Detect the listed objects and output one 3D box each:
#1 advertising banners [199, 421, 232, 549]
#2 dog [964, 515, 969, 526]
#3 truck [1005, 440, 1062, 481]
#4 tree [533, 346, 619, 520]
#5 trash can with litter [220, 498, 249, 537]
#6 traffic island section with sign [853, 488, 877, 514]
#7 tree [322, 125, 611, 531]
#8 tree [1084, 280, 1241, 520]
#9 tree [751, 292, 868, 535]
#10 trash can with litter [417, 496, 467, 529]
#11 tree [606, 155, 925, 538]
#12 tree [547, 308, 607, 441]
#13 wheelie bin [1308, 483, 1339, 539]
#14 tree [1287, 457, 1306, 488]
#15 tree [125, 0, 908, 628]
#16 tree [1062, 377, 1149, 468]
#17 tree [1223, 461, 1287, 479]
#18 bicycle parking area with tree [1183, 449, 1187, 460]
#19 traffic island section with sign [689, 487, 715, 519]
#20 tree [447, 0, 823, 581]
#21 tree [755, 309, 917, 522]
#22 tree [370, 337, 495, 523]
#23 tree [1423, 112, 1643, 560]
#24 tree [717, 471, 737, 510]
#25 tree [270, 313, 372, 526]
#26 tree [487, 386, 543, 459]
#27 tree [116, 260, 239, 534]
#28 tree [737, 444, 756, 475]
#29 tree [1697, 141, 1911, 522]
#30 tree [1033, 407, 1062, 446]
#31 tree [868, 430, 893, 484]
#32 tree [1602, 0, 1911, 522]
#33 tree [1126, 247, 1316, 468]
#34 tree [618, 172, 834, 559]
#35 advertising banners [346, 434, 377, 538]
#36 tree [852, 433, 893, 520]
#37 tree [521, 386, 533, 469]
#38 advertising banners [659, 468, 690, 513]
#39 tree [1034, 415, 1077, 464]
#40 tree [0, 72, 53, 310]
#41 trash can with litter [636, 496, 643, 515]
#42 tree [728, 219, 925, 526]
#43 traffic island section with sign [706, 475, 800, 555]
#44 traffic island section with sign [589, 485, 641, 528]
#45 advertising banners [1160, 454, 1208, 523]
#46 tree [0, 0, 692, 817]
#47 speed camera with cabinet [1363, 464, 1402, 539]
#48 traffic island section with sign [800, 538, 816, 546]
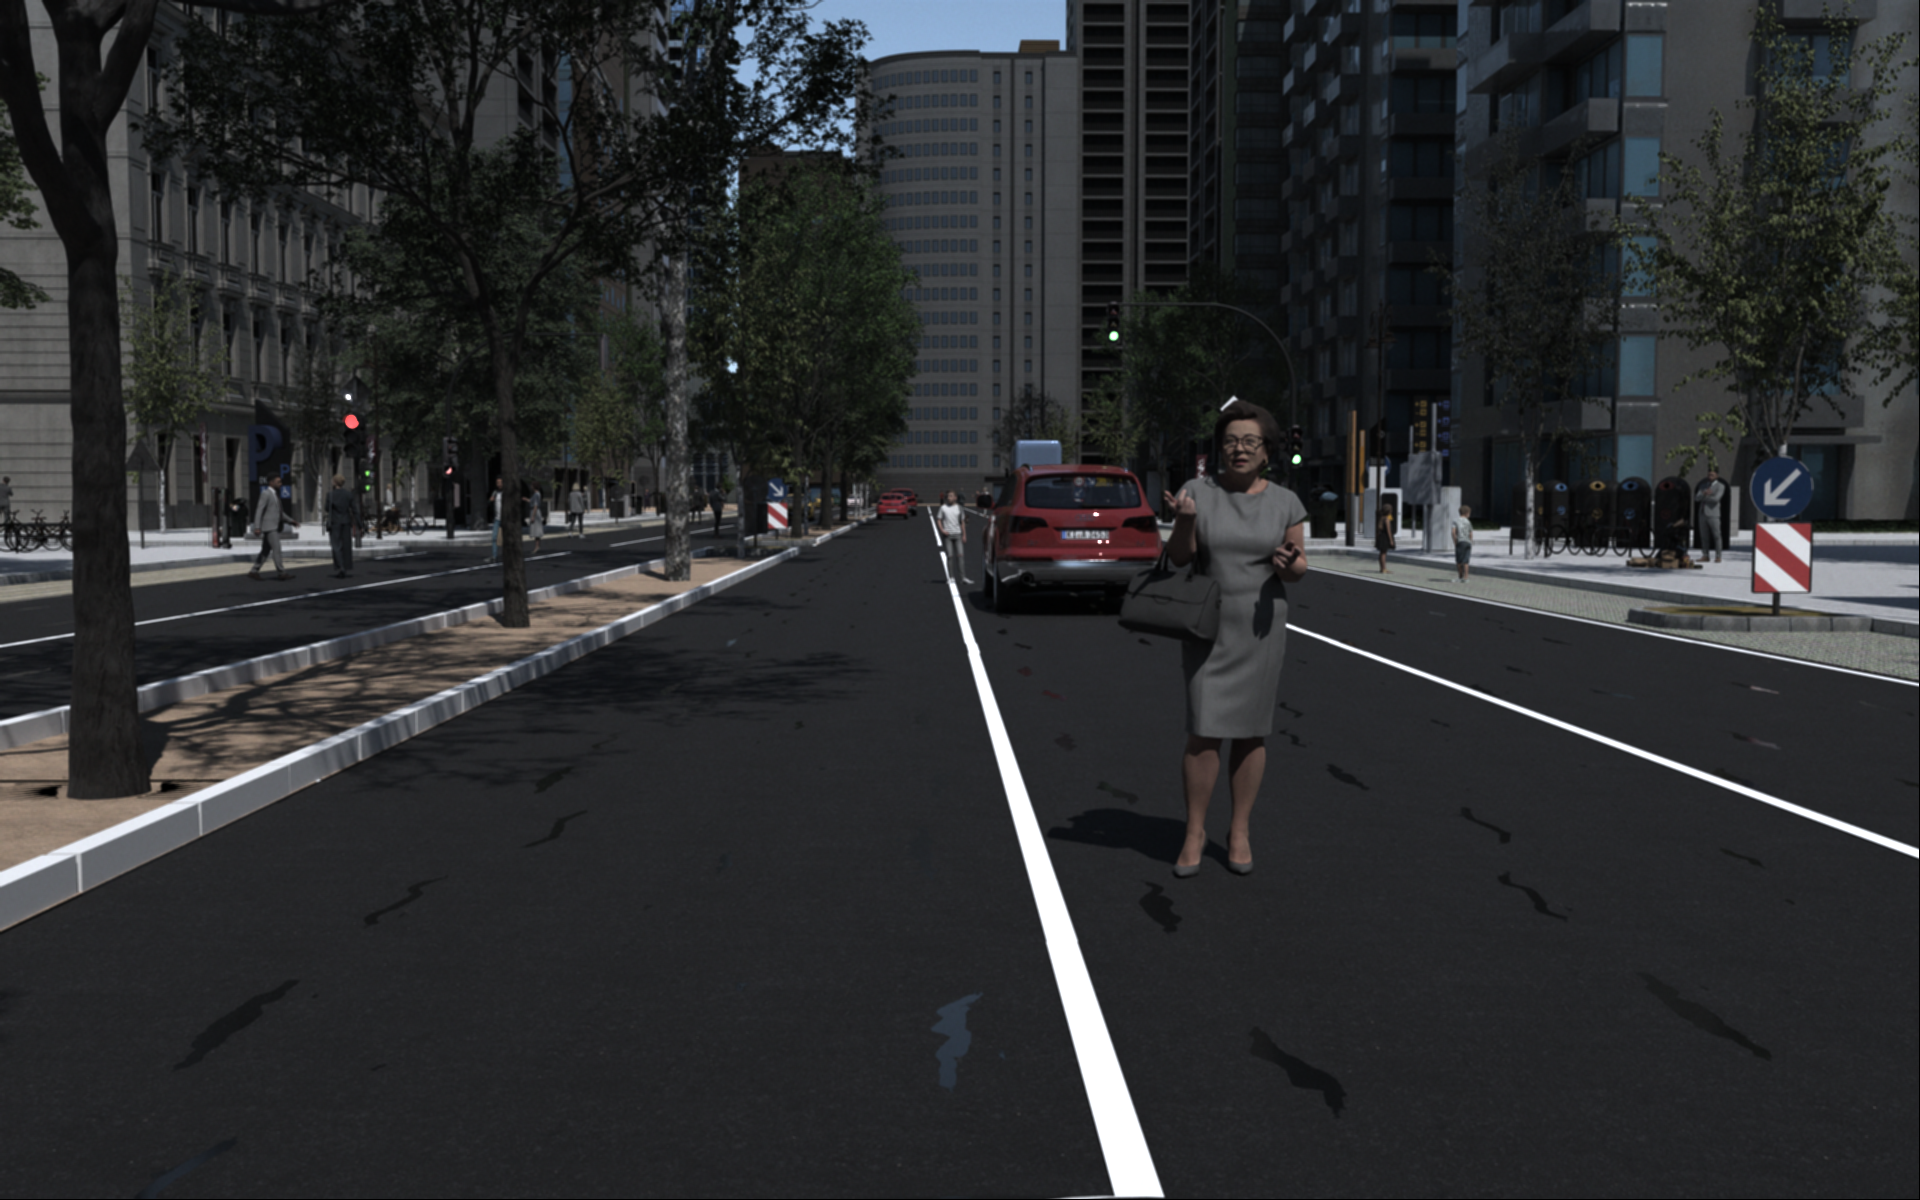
[{"bbox_3d":[-17.683,-2.747,41.100,0.090,3.025,2.074,-3,5,-40],"label":"advertising banners"},{"bbox_3d":[0.279,-3.547,77.279,0.540,0.507,0.406,3,5,40],"label":"dog"},{"bbox_3d":[4.171,-5.563,80.706,2.967,4.110,18.799,0,4,-3],"label":"truck"},{"bbox_3d":[-17.720,-8.273,85.619,4.737,8.622,4.395,0,3,0],"label":"tree"},{"bbox_3d":[-21.527,-2.433,51.159,1.055,1.170,0.624,2,4,27],"label":"trash can with litter"},{"bbox_3d":[-6.658,-7.086,123.996,2.006,1.907,1.989,0,4,-1],"label":"traffic island section with sign"},{"bbox_3d":[-16.817,-9.366,59.789,9.857,13.997,8.962,0,3,0],"label":"tree"},{"bbox_3d":[9.959,-9.762,85.371,9.928,11.665,9.643,0,3,0],"label":"tree"},{"bbox_3d":[-5.369,-6.561,60.096,4.360,8.622,3.978,0,3,0],"label":"tree"},{"bbox_3d":[-19.133,-3.283,64.739,2.233,1.210,1.678,1,4,14],"label":"trash can with litter"},{"bbox_3d":[-4.890,-7.603,52.527,9.928,11.665,9.643,0,3,0],"label":"tree"},{"bbox_3d":[-18.677,-10.326,94.585,9.928,11.665,9.643,0,3,0],"label":"tree"},{"bbox_3d":[10.470,-2.568,49.901,0.693,1.594,0.980,-3,5,-40],"label":"wheelie bin"},{"bbox_3d":[16.351,-5.634,86.722,1.663,3.219,1.824,0,3,0],"label":"tree"},{"bbox_3d":[-4.724,-4.995,18.538,8.767,10.594,7.601,0,4,-1],"label":"tree"},{"bbox_3d":[9.529,-9.671,108.486,4.737,8.622,4.395,0,3,0],"label":"tree"},{"bbox_3d":[10.030,-3.977,59.618,1.663,3.219,1.824,0,3,0],"label":"tree"},{"bbox_3d":[16.869,-7.578,110.904,8.231,4.147,9.016,0,4,8],"label":"bicycle parking area with tree"},{"bbox_3d":[-15.185,-5.644,100.914,1.989,1.847,2.006,0,4,-1],"label":"traffic island section with sign"},{"bbox_3d":[-5.873,-10.418,28.677,12.611,20.169,13.585,0,3,0],"label":"tree"},{"bbox_3d":[-6.076,-10.282,88.701,7.486,12.596,7.792,0,3,0],"label":"tree"},{"bbox_3d":[-23.787,-7.658,75.574,4.737,8.622,4.395,0,3,0],"label":"tree"},{"bbox_3d":[11.055,-5.079,33.398,4.360,8.622,3.978,0,3,0],"label":"tree"},{"bbox_3d":[-19.490,-9.133,143.920,1.663,3.219,1.824,0,3,0],"label":"tree"},{"bbox_3d":[-25.637,-7.274,69.293,4.360,8.622,3.978,0,3,0],"label":"tree"},{"bbox_3d":[-25.147,-8.927,96.312,4.360,8.622,3.978,0,3,0],"label":"tree"},{"bbox_3d":[-25.461,-6.421,55.348,4.737,8.622,4.395,0,3,0],"label":"tree"},{"bbox_3d":[-20.981,-16.707,191.287,7.486,12.596,7.792,0,3,0],"label":"tree"},{"bbox_3d":[17.638,-5.298,36.993,4.360,8.622,3.978,0,3,0],"label":"tree"},{"bbox_3d":[7.997,-11.549,139.187,4.737,8.622,4.395,0,3,0],"label":"tree"},{"bbox_3d":[-5.852,-9.108,101.736,4.360,8.622,3.978,0,3,0],"label":"tree"},{"bbox_3d":[12.116,-4.614,25.794,4.737,8.622,4.395,0,3,0],"label":"tree"},{"bbox_3d":[10.037,-8.037,65.823,7.601,10.594,8.767,1,4,22],"label":"tree"},{"bbox_3d":[-4.791,-5.198,37.810,4.737,8.622,4.395,0,3,0],"label":"tree"},{"bbox_3d":[-17.729,-3.344,50.863,2.074,3.025,0.090,3,4,36],"label":"advertising banners"},{"bbox_3d":[-5.770,-8.784,96.430,4.737,8.622,4.395,0,3,0],"label":"tree"},{"bbox_3d":[-26.683,-9.708,109.084,4.737,8.622,4.395,0,3,0],"label":"tree"},{"bbox_3d":[-19.081,-7.309,115.690,2.074,3.025,0.090,-1,4,-11],"label":"advertising banners"},{"bbox_3d":[8.439,-12.589,156.184,4.360,8.622,3.978,0,3,0],"label":"tree"},{"bbox_3d":[-17.127,-6.528,24.859,7.486,12.596,7.792,0,3,0],"label":"tree"},{"bbox_3d":[-20.004,-5.872,107.394,0.624,1.170,1.055,-1,4,-12],"label":"trash can with litter"},{"bbox_3d":[-6.027,-10.276,77.127,9.857,13.997,8.962,0,3,0],"label":"tree"},{"bbox_3d":[-4.968,-2.039,41.468,2.006,1.907,1.989,0,4,-1],"label":"traffic island section with sign"},{"bbox_3d":[-14.629,-3.977,73.655,1.989,1.847,2.006,0,4,-1],"label":"traffic island section with sign"},{"bbox_3d":[9.813,-4.877,75.924,2.074,3.025,0.090,0,4,4],"label":"advertising banners"},{"bbox_3d":[-4.013,-5.801,7.681,12.009,13.543,11.850,0,3,0],"label":"tree"},{"bbox_3d":[12.559,-3.389,49.739,2.038,3.252,0.660,-2,4,-29],"label":"speed camera with cabinet"},{"bbox_3d":[-5.110,-2.492,48.874,2.006,1.907,1.989,0,4,-1],"label":"traffic island section with sign"}]
